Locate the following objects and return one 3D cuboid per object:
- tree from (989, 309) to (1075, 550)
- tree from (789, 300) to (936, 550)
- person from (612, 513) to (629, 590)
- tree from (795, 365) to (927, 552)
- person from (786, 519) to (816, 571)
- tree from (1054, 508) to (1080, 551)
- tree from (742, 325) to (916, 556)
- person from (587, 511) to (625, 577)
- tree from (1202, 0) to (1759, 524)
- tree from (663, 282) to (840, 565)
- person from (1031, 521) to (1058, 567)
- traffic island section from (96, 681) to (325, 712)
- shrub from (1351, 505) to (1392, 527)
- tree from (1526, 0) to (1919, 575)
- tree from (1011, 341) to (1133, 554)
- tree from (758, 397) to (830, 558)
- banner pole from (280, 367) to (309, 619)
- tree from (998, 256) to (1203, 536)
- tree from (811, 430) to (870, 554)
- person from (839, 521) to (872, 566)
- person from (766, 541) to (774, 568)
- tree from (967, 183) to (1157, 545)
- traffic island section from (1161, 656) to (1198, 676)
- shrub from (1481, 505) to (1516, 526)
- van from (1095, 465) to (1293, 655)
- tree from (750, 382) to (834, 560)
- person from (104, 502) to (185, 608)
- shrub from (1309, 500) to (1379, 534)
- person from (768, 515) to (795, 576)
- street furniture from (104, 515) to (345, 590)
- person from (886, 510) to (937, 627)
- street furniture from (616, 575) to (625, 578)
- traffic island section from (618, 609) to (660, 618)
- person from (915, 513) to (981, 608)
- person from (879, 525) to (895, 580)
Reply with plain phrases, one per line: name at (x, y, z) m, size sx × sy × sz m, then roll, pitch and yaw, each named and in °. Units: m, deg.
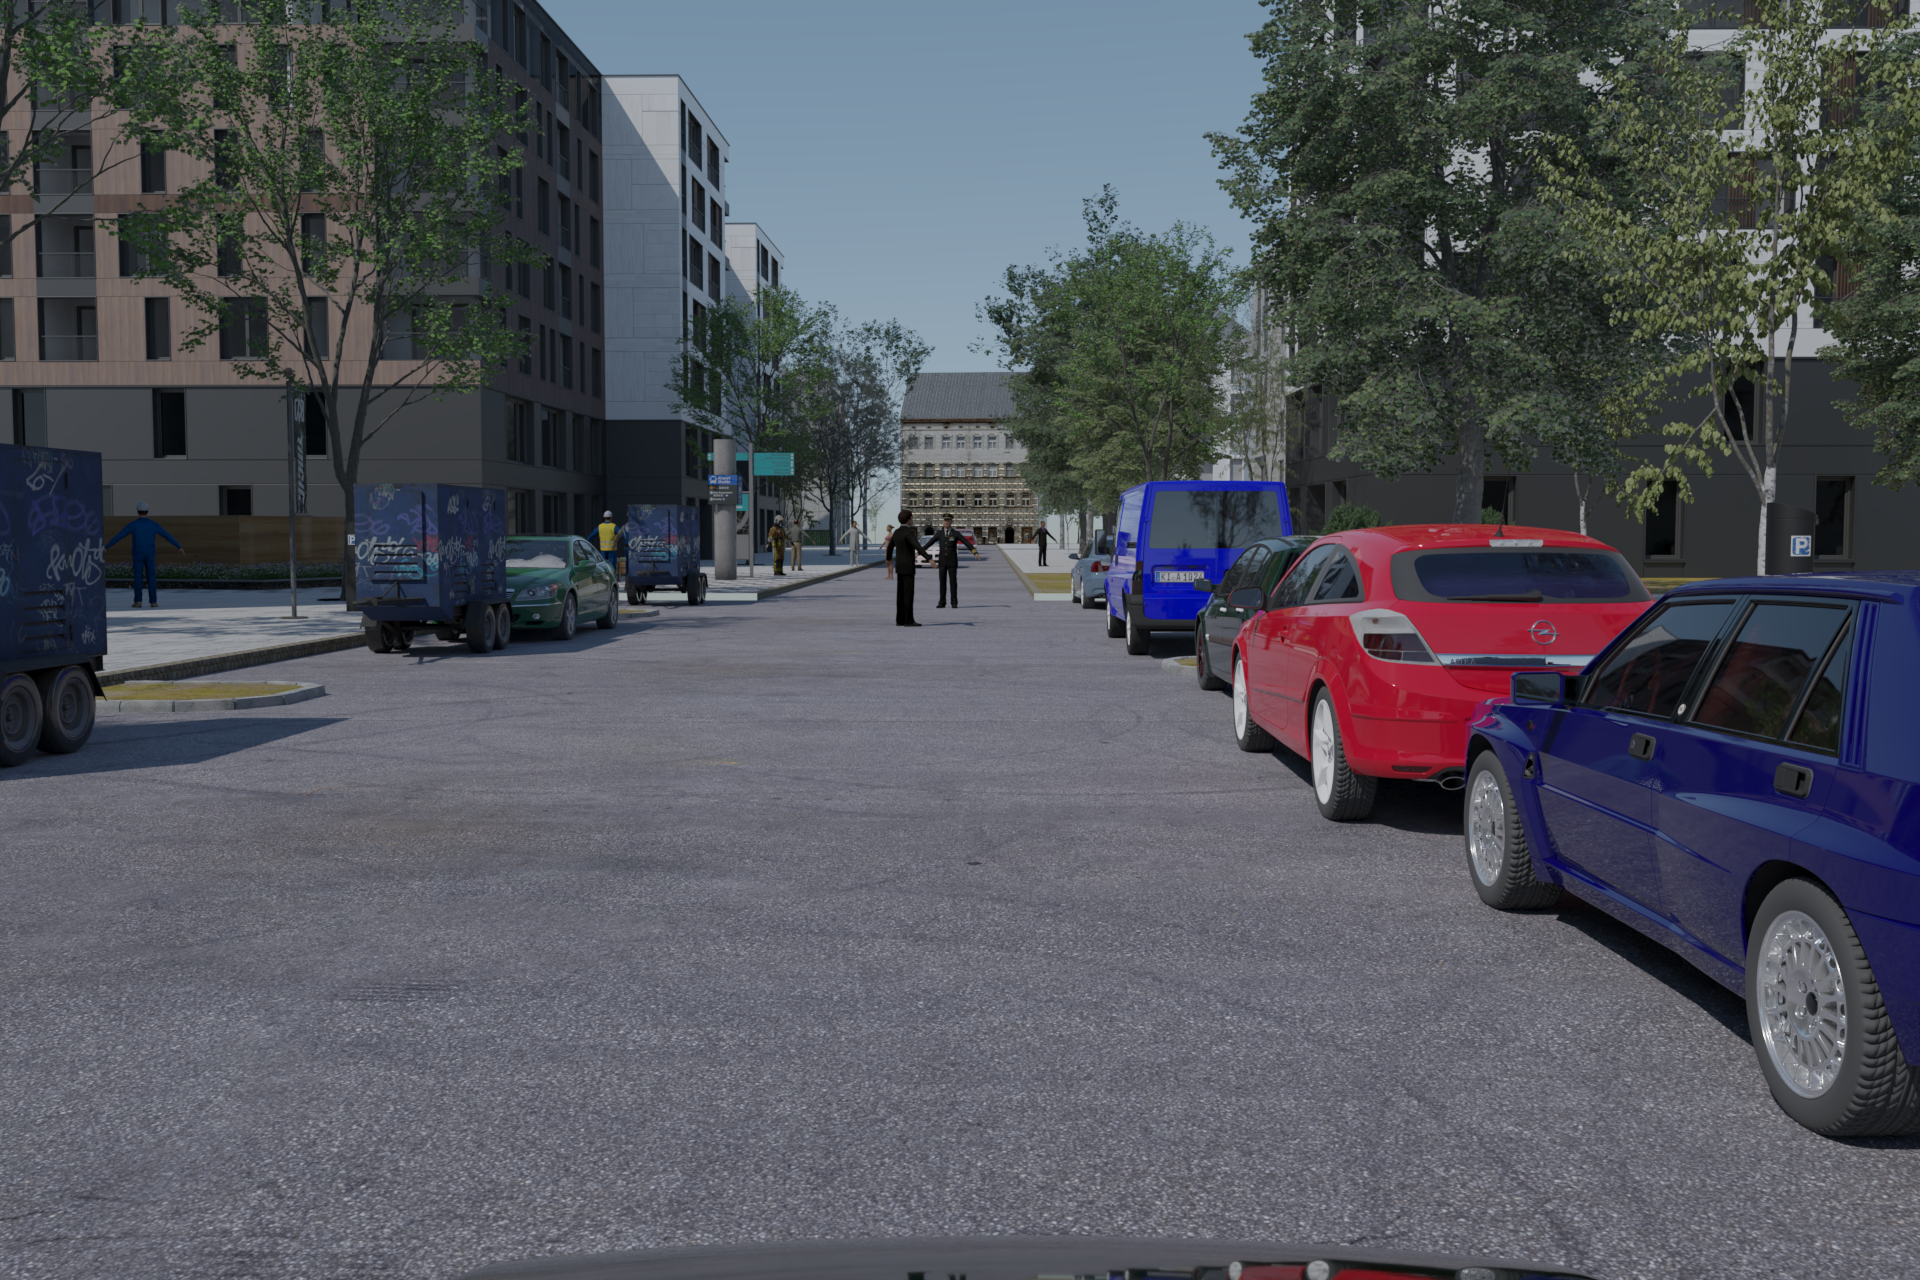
tree at (8.649, -17.586, 143.413) m, size 12.611 × 20.169 × 13.585 m, roll 0°, pitch 3°, yaw 0°
tree at (-8.717, -17.440, 141.029) m, size 12.611 × 20.169 × 13.585 m, roll 0°, pitch 3°, yaw 0°
person at (-7.433, -2.051, 39.386) m, size 1.347 × 1.847 × 0.705 m, roll 2°, pitch 4°, yaw 30°
tree at (-7.548, -13.001, 122.931) m, size 12.009 × 13.543 × 11.850 m, roll 0°, pitch 3°, yaw 0°
person at (-5.690, -3.308, 60.356) m, size 1.348 × 1.796 × 0.705 m, roll 1°, pitch 4°, yaw 15°
tree at (7.970, -10.935, 129.147) m, size 4.737 × 8.622 × 4.395 m, roll 0°, pitch 3°, yaw 0°
tree at (-7.768, -11.767, 102.756) m, size 12.009 × 13.543 × 11.850 m, roll 0°, pitch 3°, yaw 0°
person at (-8.401, -2.170, 41.449) m, size 1.349 × 1.833 × 0.705 m, roll 0°, pitch 4°, yaw 7°
tree at (9.167, -7.601, 30.939) m, size 9.857 × 13.997 × 8.962 m, roll 0°, pitch 3°, yaw 0°
tree at (-8.503, -8.886, 71.034) m, size 9.928 × 11.665 × 9.643 m, roll 0°, pitch 3°, yaw 0°
person at (3.284, -3.797, 68.313) m, size 1.346 × 1.802 × 0.704 m, roll -3°, pitch 4°, yaw -38°
traffic island section at (-6.639, 0.486, 14.921) m, size 1.991 × 0.108 × 1.994 m, roll 0°, pitch 4°, yaw 1°
shrub at (10.227, -2.441, 43.948) m, size 1.661 × 2.075 × 1.752 m, roll 0°, pitch 3°, yaw 0°
tree at (8.798, -4.208, 19.159) m, size 4.737 × 8.622 × 4.395 m, roll 0°, pitch 3°, yaw 0°
tree at (7.925, -12.509, 111.170) m, size 9.857 × 13.997 × 8.962 m, roll 0°, pitch 3°, yaw 0°
tree at (-8.711, -8.617, 91.250) m, size 4.737 × 8.622 × 4.395 m, roll 0°, pitch 3°, yaw 0°
banner pole at (-10.086, -2.223, 26.363) m, size 0.401 × 3.779 × 0.863 m, roll 0°, pitch 4°, yaw 0°
tree at (6.557, -10.466, 77.777) m, size 9.857 × 13.997 × 8.962 m, roll 0°, pitch 3°, yaw 0°
tree at (-8.296, -9.980, 113.539) m, size 4.360 × 8.622 × 3.978 m, roll 0°, pitch 3°, yaw 0°
person at (-4.180, -3.834, 68.874) m, size 1.347 × 1.806 × 0.705 m, roll -1°, pitch 4°, yaw -16°
person at (-6.988, -3.426, 65.287) m, size 0.599 × 1.433 × 0.991 m, roll 2°, pitch 4°, yaw 30°
tree at (6.777, -14.701, 96.246) m, size 12.611 × 20.169 × 13.585 m, roll 0°, pitch 3°, yaw 0°
traffic island section at (3.150, 0.284, 18.217) m, size 1.991 × 0.108 × 1.994 m, roll 0°, pitch 4°, yaw 1°
shrub at (14.382, -2.643, 47.262) m, size 1.661 × 2.075 × 1.752 m, roll 0°, pitch 3°, yaw 0°
van at (2.940, -1.085, 22.127) m, size 2.240 × 2.365 × 5.245 m, roll 0°, pitch 4°, yaw 0°
tree at (-8.710, -8.198, 84.396) m, size 4.360 × 8.622 × 3.978 m, roll 0°, pitch 3°, yaw 0°
person at (-14.289, -1.495, 30.318) m, size 1.347 × 1.842 × 0.705 m, roll -2°, pitch 4°, yaw -32°
shrub at (8.945, -2.211, 40.194) m, size 1.661 × 2.075 × 1.752 m, roll 0°, pitch 3°, yaw 0°
person at (-5.552, -2.905, 53.271) m, size 0.705 × 1.858 × 1.354 m, roll 2°, pitch 4°, yaw 28°
street furniture at (-18.061, -2.182, 42.538) m, size 11.010 × 1.723 × 9.812 m, roll 1°, pitch 4°, yaw 17°
person at (-0.817, -1.116, 26.882) m, size 0.705 × 1.806 × 1.347 m, roll -2°, pitch 4°, yaw -35°
street furniture at (-13.140, -2.289, 53.046) m, size 10.072 × 0.657 × 5.734 m, roll 0°, pitch 4°, yaw -7°
traffic island section at (-6.339, -0.454, 30.297) m, size 1.991 × 0.108 × 1.994 m, roll 0°, pitch 4°, yaw 1°
person at (-0.238, -1.533, 33.465) m, size 1.347 × 1.837 × 0.705 m, roll 1°, pitch 4°, yaw 14°
person at (-2.304, -2.782, 54.739) m, size 0.721 × 1.733 × 1.217 m, roll -1°, pitch 4°, yaw -22°
